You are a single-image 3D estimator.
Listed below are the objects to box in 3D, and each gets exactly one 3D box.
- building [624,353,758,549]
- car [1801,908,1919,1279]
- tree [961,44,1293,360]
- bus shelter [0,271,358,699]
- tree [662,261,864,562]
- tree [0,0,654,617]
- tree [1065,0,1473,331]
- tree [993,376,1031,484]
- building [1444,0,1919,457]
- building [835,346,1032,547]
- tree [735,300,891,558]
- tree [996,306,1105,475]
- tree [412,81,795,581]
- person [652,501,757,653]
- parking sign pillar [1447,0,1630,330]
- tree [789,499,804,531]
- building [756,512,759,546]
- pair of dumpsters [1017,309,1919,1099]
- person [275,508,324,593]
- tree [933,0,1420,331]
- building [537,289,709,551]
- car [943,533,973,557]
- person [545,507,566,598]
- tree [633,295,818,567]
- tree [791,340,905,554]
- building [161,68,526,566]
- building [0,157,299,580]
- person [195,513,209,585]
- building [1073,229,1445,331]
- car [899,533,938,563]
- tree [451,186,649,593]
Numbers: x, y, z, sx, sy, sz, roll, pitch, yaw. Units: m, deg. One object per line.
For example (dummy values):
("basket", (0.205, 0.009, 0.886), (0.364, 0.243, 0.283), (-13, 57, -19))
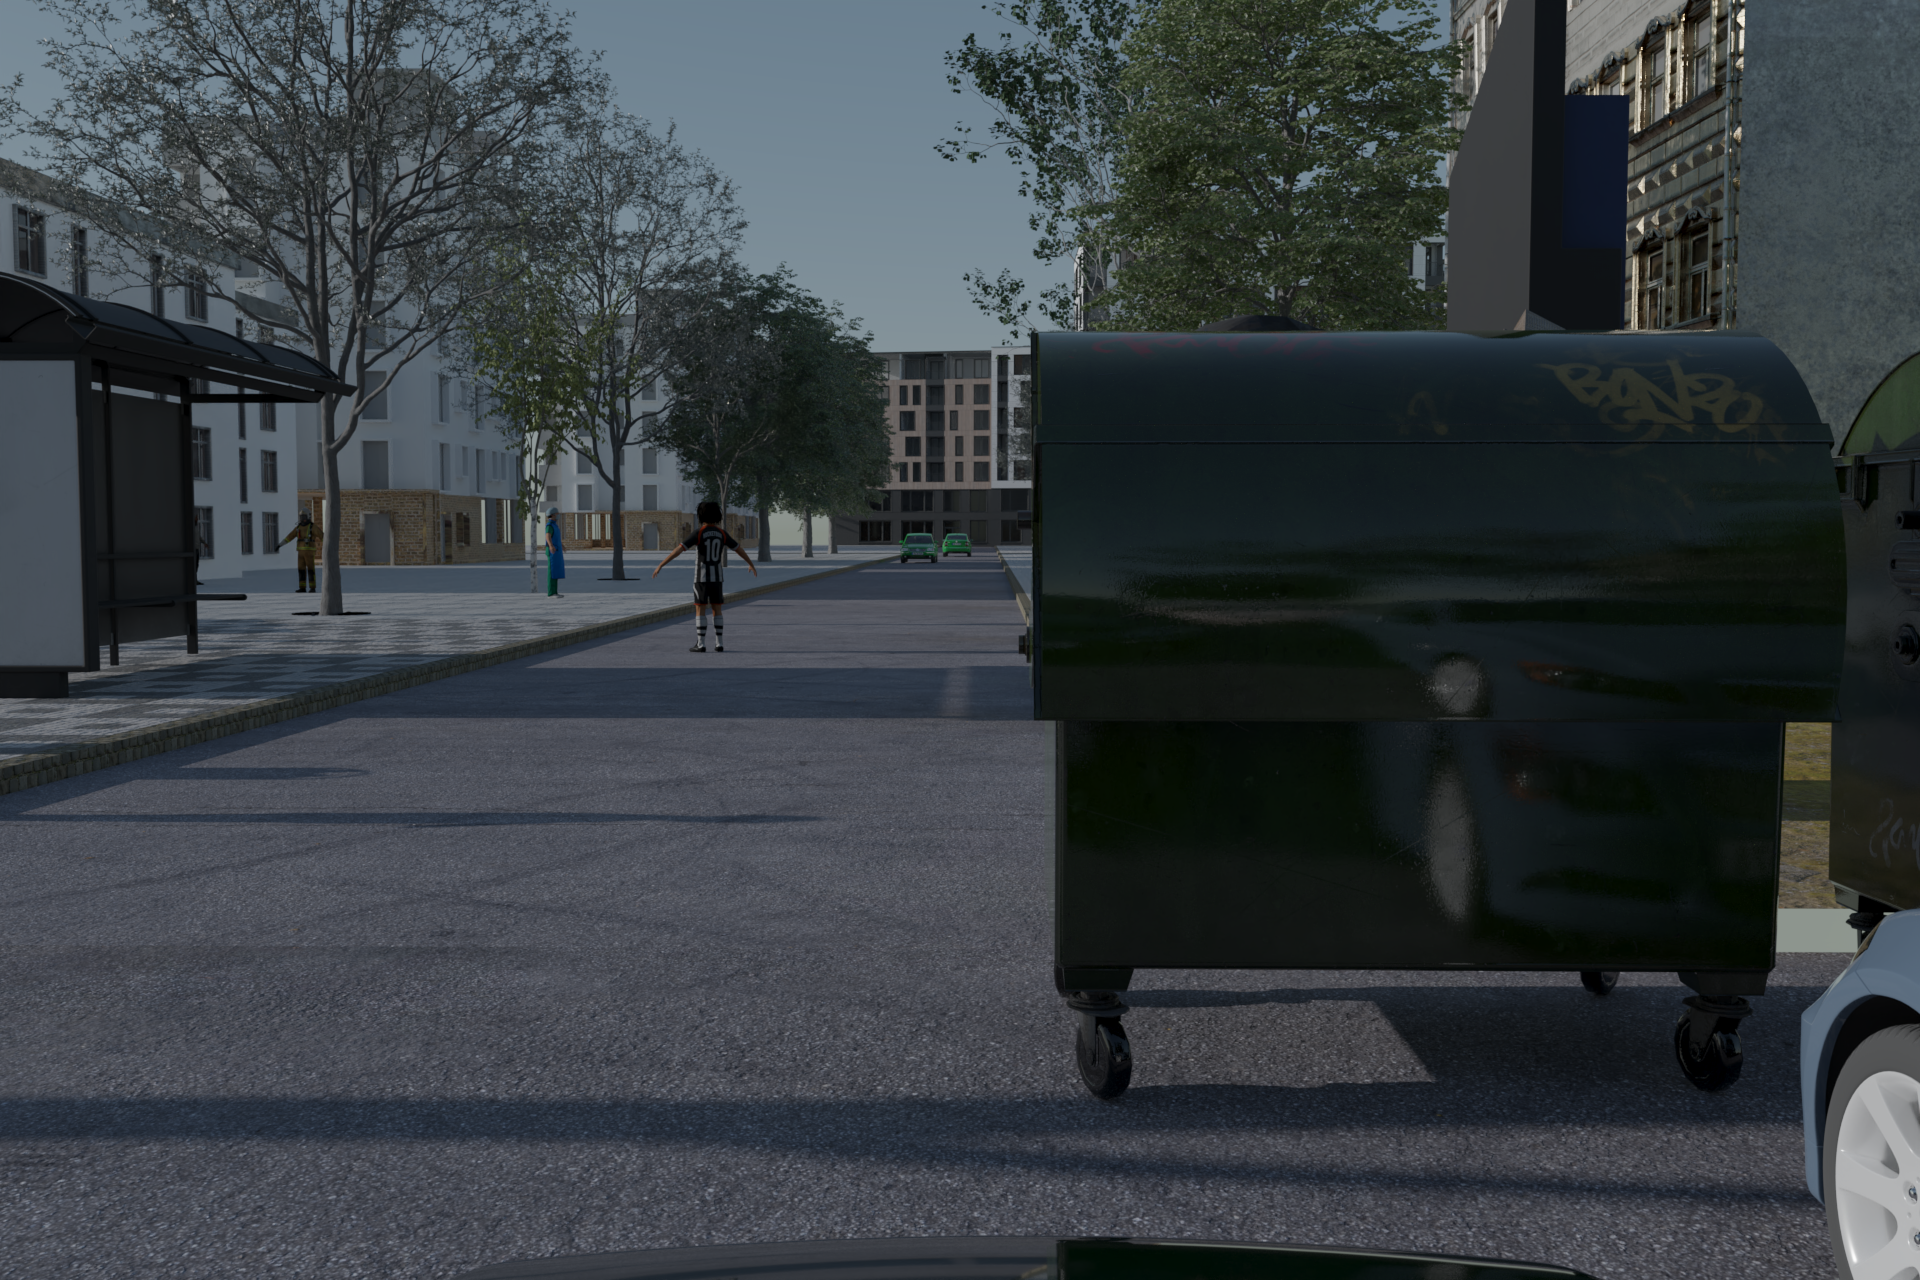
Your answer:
("building", (-24.582, -18.077, 151.973), (16.016, 20.090, 11.380), (0, 4, 2))
("car", (2.384, 0.653, 1.321), (2.014, 1.417, 4.499), (0, 4, 1))
("tree", (6.517, -12.855, 66.075), (12.611, 20.169, 13.585), (0, 3, 0))
("bus shelter", (-7.519, -1.349, 15.977), (2.014, 3.302, 5.546), (0, 4, 1))
("tree", (-9.149, -10.588, 79.762), (9.857, 13.997, 8.962), (0, 3, 0))
("tree", (-9.811, -7.136, 27.050), (12.009, 13.543, 11.850), (0, 3, 0))
("tree", (5.486, -6.832, 29.823), (7.486, 12.596, 7.792), (0, 3, 0))
("tree", (7.452, -11.994, 106.473), (12.009, 13.543, 11.850), (0, 3, 0))
("building", (22.166, -12.616, 37.204), (19.493, 23.208, 18.063), (0, 4, 1))
("building", (3.566, -21.728, 201.685), (32.646, 21.610, 27.936), (1, 4, 10))
("tree", (-8.458, -11.478, 94.327), (9.857, 13.997, 8.962), (0, 3, 0))
("tree", (6.983, -11.175, 93.074), (12.009, 13.543, 11.850), (0, 3, 0))
("tree", (-9.598, -8.395, 47.621), (12.009, 13.543, 11.850), (0, 3, 0))
("person", (-3.061, -0.760, 21.030), (1.345, 1.843, 0.704), (-2, 4, -30))
("parking sign pillar", (2.702, -1.211, 8.270), (1.447, 3.967, 1.447), (0, 3, 0))
("tree", (-18.192, -15.317, 200.787), (4.737, 8.622, 4.395), (0, 3, 0))
("building", (-26.075, -19.222, 170.694), (16.016, 20.090, 11.380), (0, 4, 2))
("pair of dumpsters", (2.378, 0.007, 4.829), (4.436, 2.255, 1.574), (0, 4, 1))
("person", (-14.270, -1.957, 37.767), (1.354, 1.858, 0.705), (1, 4, 12))
("tree", (5.483, -11.570, 45.066), (12.611, 20.169, 13.585), (0, 3, 0))
("building", (-26.710, -17.032, 134.891), (16.016, 20.090, 11.380), (0, 4, 2))
("car", (-0.168, -6.165, 109.590), (1.959, 1.807, 4.718), (0, 4, 1))
("person", (-8.100, -1.744, 34.648), (0.704, 1.817, 1.347), (0, 4, -3))
("tree", (-8.856, -8.085, 66.599), (8.767, 10.594, 7.601), (3, 4, 36))
("tree", (-8.209, -12.579, 112.328), (9.857, 13.997, 8.962), (0, 3, 0))
("building", (-26.430, -13.181, 71.924), (16.016, 20.090, 11.380), (0, 4, 0))
("building", (-25.765, -6.678, 51.329), (9.099, 9.664, 28.070), (0, 4, 0))
("person", (-19.193, -2.282, 43.433), (0.705, 1.813, 1.348), (0, 4, -3))
("building", (22.538, -17.665, 132.797), (27.936, 21.610, 32.646), (0, 4, 1))
("car", (-2.039, -4.773, 86.839), (1.959, 1.807, 4.718), (0, 4, 1))
("tree", (-9.152, -5.351, 37.849), (4.737, 8.622, 4.395), (0, 3, 0))
